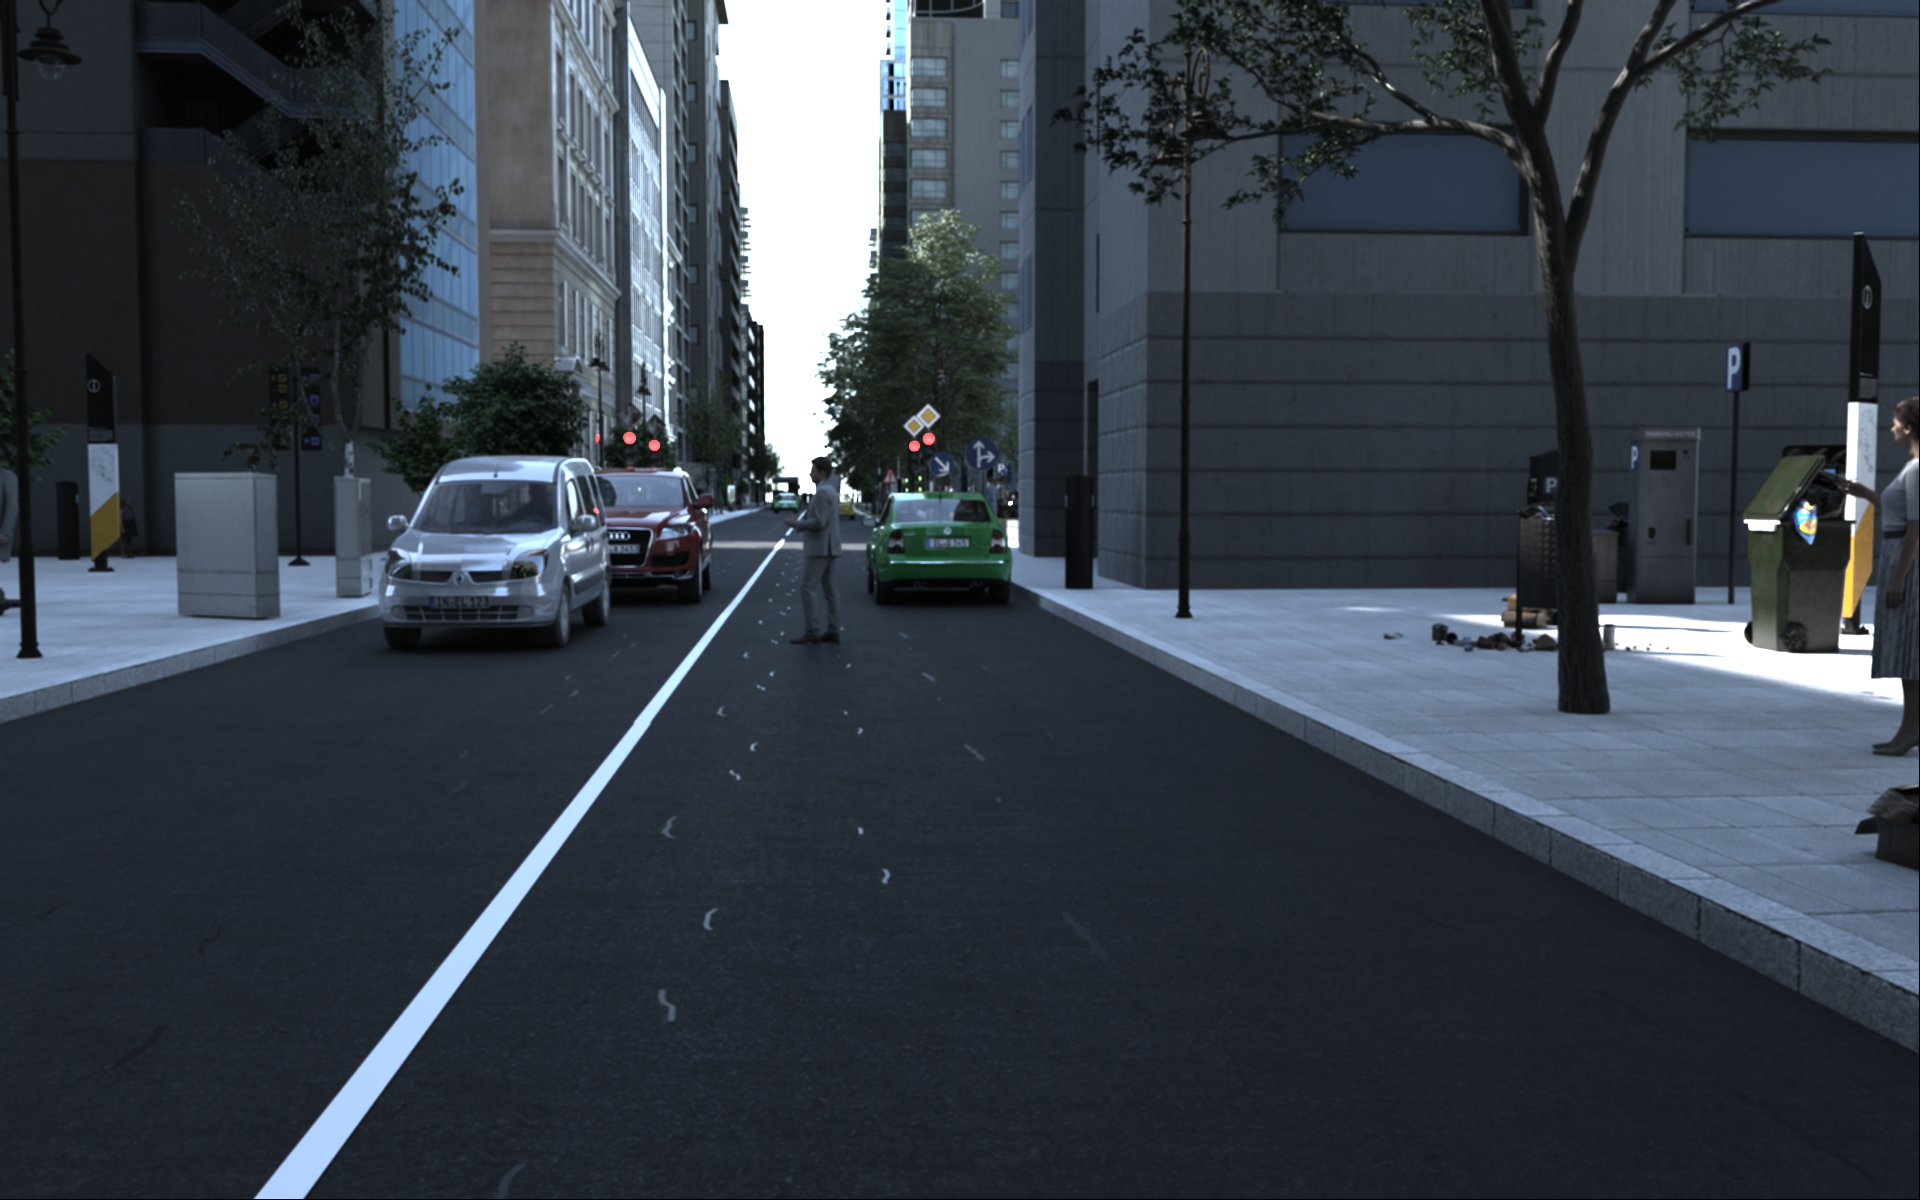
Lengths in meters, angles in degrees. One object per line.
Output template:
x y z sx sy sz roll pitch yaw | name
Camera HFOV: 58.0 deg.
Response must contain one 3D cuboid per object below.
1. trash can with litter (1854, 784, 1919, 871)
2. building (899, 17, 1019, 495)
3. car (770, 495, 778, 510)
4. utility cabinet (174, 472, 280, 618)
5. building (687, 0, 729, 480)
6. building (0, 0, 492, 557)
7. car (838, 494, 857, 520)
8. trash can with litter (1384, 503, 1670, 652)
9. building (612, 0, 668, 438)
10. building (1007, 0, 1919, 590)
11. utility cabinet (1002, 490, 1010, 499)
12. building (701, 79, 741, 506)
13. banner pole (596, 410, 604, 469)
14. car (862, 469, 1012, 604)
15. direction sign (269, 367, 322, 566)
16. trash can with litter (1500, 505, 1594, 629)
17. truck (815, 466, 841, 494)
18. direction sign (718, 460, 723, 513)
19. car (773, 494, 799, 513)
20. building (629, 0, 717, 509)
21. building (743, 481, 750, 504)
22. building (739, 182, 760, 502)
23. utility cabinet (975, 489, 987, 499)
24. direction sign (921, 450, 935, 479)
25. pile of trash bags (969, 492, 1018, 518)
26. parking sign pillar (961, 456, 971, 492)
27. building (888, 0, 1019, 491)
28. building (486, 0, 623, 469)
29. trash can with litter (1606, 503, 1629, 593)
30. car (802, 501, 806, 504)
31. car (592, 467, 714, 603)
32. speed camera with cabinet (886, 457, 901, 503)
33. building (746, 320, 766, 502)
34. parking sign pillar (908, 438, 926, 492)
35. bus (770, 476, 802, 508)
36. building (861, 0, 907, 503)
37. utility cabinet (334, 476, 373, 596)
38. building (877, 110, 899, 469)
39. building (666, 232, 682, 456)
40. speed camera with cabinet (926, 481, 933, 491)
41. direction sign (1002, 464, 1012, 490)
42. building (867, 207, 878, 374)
3.384 0.350 5.666 0.624 1.170 1.055 -1 4 -12 | trash can with litter
2.284 -28.717 153.116 14.154 41.232 14.086 0 4 -5 | building
-15.835 -8.610 153.349 1.945 1.354 3.894 0 4 -5 | car
-7.593 -0.568 17.963 1.173 1.500 0.318 2 4 27 | utility cabinet
-37.196 -35.382 167.738 28.713 52.752 27.495 0 4 -5 | building
-19.922 -23.912 41.077 14.200 45.320 14.600 0 4 -5 | building
-6.814 -5.364 97.922 2.015 1.641 3.980 0 4 -5 | car
4.682 -0.222 14.687 1.678 1.210 2.233 -3 5 -40 | trash can with litter
-22.568 -16.783 92.419 12.078 24.808 19.932 0 4 -5 | building
11.799 -30.226 36.197 21.231 58.520 28.212 0 4 -5 | building
2.482 -6.002 106.815 1.173 1.500 0.318 0 4 4 | utility cabinet
-35.853 -34.861 193.681 21.300 48.544 21.600 0 4 -5 | building
-10.639 -3.745 51.247 0.401 3.779 0.863 0 4 5 | banner pole
-0.363 -0.933 24.053 1.959 1.807 4.718 0 4 -5 | car
-11.889 -2.388 31.049 0.876 3.537 0.379 0 4 -7 | direction sign
5.675 -0.331 16.801 0.624 1.170 1.055 3 4 37 | trash can with litter
-13.612 -11.640 179.229 2.839 4.237 11.283 0 4 -5 | truck
-16.121 -7.624 116.644 0.379 3.537 0.876 1 4 14 | direction sign
-13.078 -7.446 130.542 1.959 1.807 4.718 0 4 -3 | car
-31.015 -43.140 143.592 20.563 71.187 20.611 0 4 -5 | building
-44.729 -33.031 231.939 32.217 40.220 23.993 0 4 -5 | building
-42.371 -39.142 259.584 23.786 49.044 30.456 0 4 -5 | building
1.115 -3.959 73.402 0.318 1.500 1.173 -2 4 -34 | utility cabinet
-1.649 -5.849 87.631 0.876 3.537 0.379 -2 4 -24 | direction sign
1.888 -5.078 92.780 3.447 1.369 1.912 0 4 -6 | pile of trash bags
0.416 -8.175 122.129 1.447 3.967 1.447 1 4 10 | parking sign pillar
3.284 -44.767 170.186 20.563 71.187 20.611 0 4 -5 | building
-21.816 -17.517 72.307 13.634 28.700 20.117 0 4 -5 | building
8.899 -0.676 22.448 0.624 1.170 1.055 -1 4 -23 | trash can with litter
-23.172 -14.647 251.484 2.014 1.417 4.499 0 4 -5 | car
-4.584 -0.960 24.374 2.281 1.827 5.304 0 4 -6 | car
-3.573 -6.016 92.693 0.660 3.252 2.038 -1 4 -8 | speed camera with cabinet
-39.030 -31.256 282.738 14.160 30.474 14.107 0 4 -5 | building
-1.980 -5.619 80.349 1.447 3.967 1.447 1 4 20 | parking sign pillar
-17.001 -10.733 170.340 2.948 3.499 13.247 0 4 -4 | bus
-2.921 -57.287 249.306 22.319 86.520 31.000 0 4 -5 | building
-7.664 -0.811 21.933 0.318 1.500 1.173 -1 4 -12 | utility cabinet
-1.566 -30.855 188.078 14.154 41.232 14.086 0 4 -5 | building
-24.802 -16.953 113.340 11.583 22.565 21.152 0 4 -5 | building
-1.852 -7.745 120.960 0.660 3.252 2.038 -3 5 -40 | speed camera with cabinet
3.476 -8.345 128.435 0.876 3.537 0.379 -2 4 -24 | direction sign
-3.746 -40.462 281.156 23.786 49.044 30.456 0 4 -5 | building
